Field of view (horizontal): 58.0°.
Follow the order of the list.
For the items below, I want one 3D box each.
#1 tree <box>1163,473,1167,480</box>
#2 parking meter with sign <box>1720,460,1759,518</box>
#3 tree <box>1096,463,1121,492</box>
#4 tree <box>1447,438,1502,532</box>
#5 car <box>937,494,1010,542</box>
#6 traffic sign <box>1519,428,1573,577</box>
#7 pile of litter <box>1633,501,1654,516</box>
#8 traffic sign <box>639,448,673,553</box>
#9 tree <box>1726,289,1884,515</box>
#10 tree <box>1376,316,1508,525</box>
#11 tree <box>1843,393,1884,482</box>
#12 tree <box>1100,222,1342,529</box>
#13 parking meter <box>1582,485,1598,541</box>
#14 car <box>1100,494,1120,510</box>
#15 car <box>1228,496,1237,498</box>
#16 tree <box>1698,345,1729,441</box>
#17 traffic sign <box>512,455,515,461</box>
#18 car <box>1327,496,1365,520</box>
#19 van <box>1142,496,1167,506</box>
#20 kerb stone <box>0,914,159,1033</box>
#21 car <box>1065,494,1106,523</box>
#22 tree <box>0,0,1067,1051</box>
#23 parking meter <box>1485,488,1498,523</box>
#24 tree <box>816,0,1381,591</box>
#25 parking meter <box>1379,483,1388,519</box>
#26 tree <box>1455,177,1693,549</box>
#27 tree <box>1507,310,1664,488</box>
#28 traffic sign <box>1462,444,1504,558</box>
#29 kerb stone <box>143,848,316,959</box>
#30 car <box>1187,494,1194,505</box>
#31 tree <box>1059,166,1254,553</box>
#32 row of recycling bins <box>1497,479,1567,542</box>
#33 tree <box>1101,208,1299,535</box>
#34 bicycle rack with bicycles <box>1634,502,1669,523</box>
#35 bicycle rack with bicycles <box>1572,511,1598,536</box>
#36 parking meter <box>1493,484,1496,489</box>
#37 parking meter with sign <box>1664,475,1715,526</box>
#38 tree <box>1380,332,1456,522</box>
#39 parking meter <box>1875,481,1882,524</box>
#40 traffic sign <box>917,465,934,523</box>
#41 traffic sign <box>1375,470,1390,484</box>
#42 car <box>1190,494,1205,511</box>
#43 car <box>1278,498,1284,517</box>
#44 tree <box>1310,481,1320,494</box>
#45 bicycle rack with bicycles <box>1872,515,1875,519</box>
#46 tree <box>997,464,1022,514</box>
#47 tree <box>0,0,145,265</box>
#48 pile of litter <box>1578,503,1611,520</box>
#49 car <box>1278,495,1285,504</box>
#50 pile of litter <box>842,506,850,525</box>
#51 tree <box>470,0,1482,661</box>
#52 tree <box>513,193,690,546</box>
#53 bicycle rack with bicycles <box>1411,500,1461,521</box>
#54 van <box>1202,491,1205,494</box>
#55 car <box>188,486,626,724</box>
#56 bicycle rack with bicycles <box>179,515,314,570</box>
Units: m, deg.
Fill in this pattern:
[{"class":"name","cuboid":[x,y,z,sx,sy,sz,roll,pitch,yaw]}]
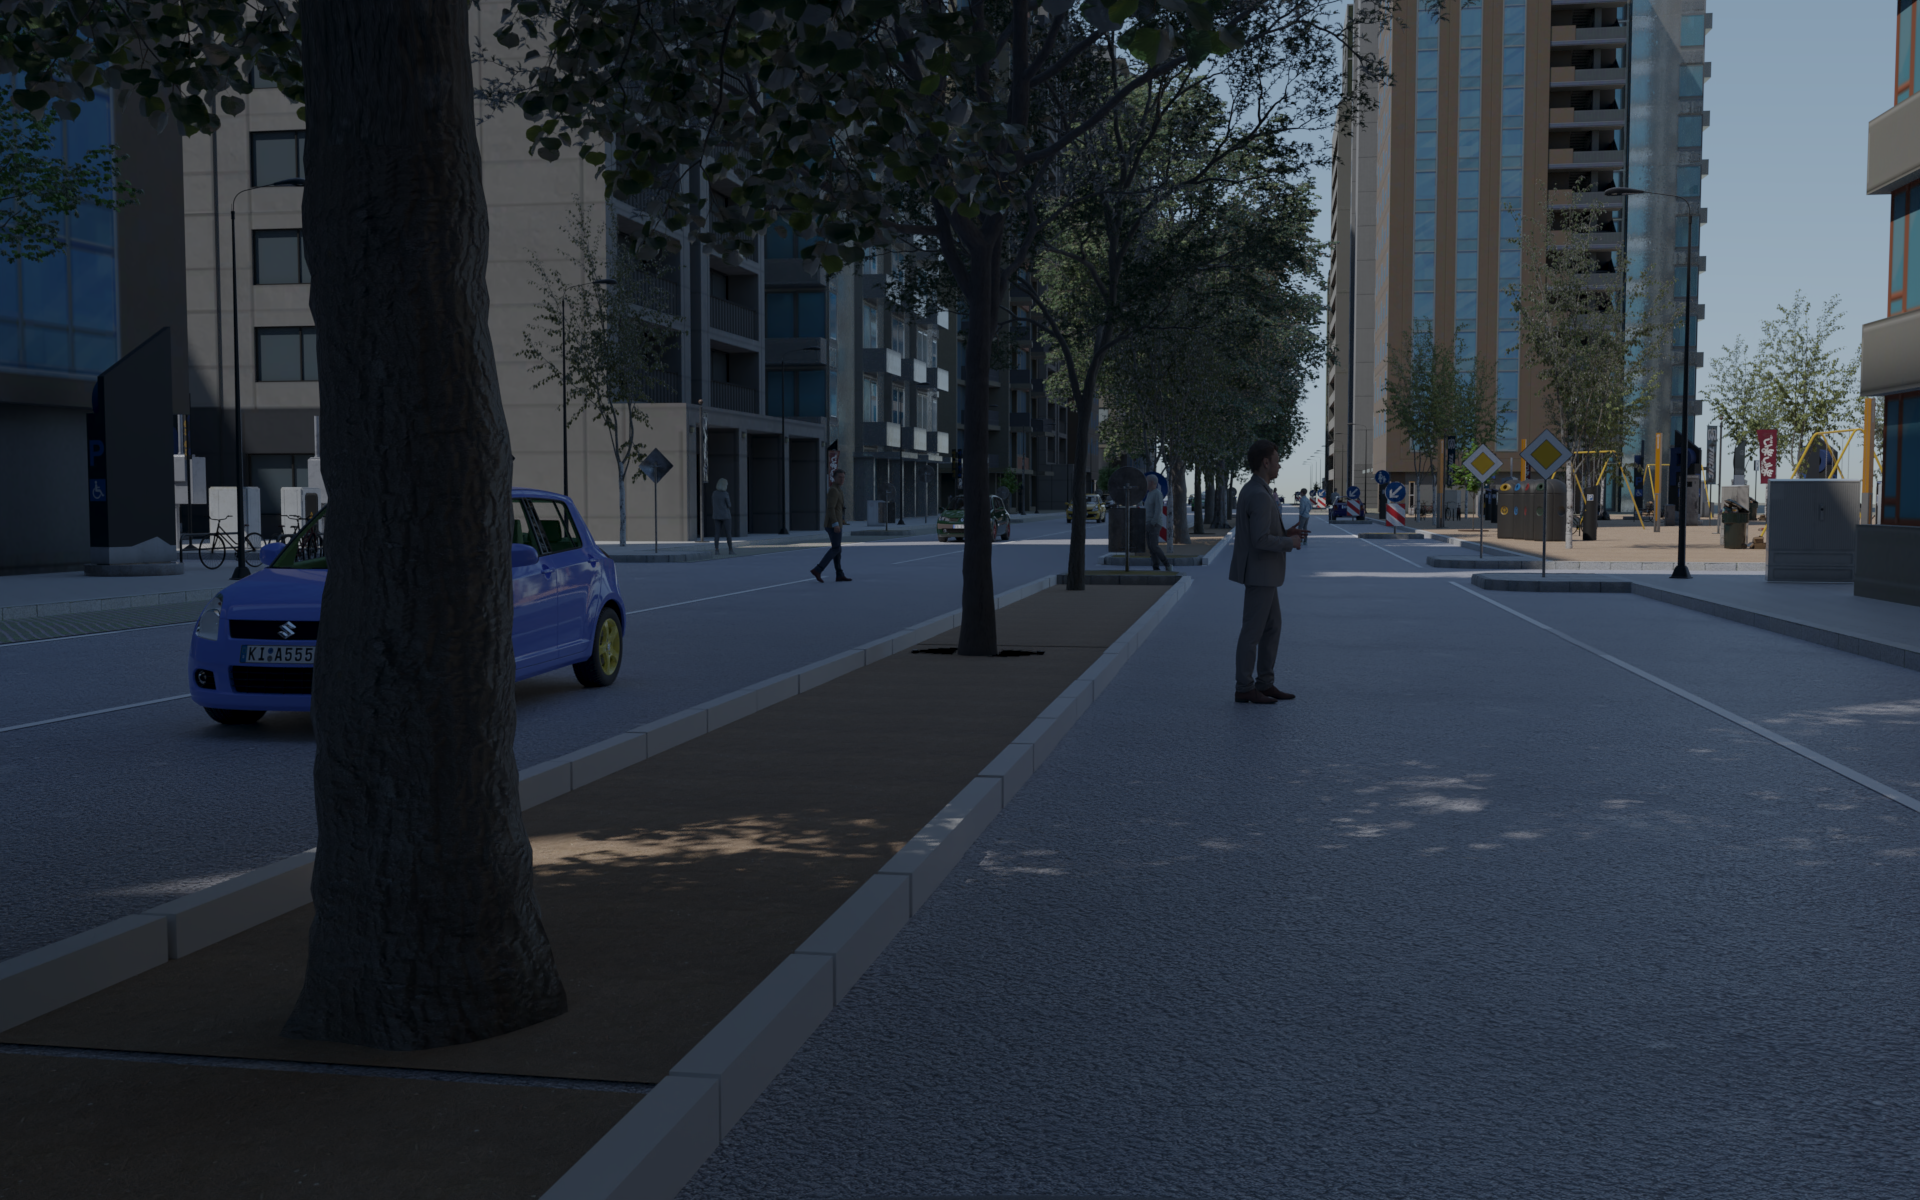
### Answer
[{"class":"tree","cuboid":[31.562,-17.490,269.679,4.285,4.588,4.351,0,3,0]},{"class":"parking meter with sign","cuboid":[40.267,-5.704,89.513,1.738,3.016,0.543,3,5,43]},{"class":"tree","cuboid":[17.205,-12.430,186.939,4.285,4.588,4.351,0,3,0]},{"class":"tree","cuboid":[17.498,-3.963,59.402,1.663,3.219,1.824,0,3,0]},{"class":"car","cuboid":[0.440,-2.628,52.761,2.009,1.686,4.222,1,4,11]},{"class":"traffic sign","cuboid":[8.989,-1.405,26.620,0.795,2.450,0.064,1,4,10]},{"class":"pile of litter","cuboid":[40.828,-5.424,102.642,1.176,0.858,1.719,-3,5,-43]},{"class":"traffic sign","cuboid":[-6.585,-2.072,37.515,0.795,2.450,0.064,1,4,10]},{"class":"tree","cuboid":[30.783,-6.887,62.970,4.737,8.622,4.395,0,3,0]},{"class":"tree","cuboid":[19.291,-7.356,70.634,4.737,8.622,4.395,0,3,0]},{"class":"tree","cuboid":[45.797,-8.229,84.899,4.360,8.622,3.978,0,3,0]},{"class":"tree","cuboid":[10.706,-9.267,70.980,9.611,12.733,9.660,0,3,0]},{"class":"parking meter","cuboid":[17.370,-2.405,47.740,0.372,1.533,0.369,0,3,0]},{"class":"car","cuboid":[11.989,-8.018,140.885,2.009,1.686,4.222,1,4,10]},{"class":"car","cuboid":[32.433,-12.170,208.569,1.945,1.707,3.694,1,4,12]},{"class":"tree","cuboid":[36.468,-7.956,80.441,4.737,8.622,4.395,0,3,0]},{"class":"traffic sign","cuboid":[-7.985,-1.591,29.653,0.795,2.450,0.064,1,4,10]},{"class":"car","cuboid":[20.399,-4.823,91.431,1.945,1.354,3.894,1,4,9]},{"class":"van","cuboid":[18.046,-9.527,160.151,2.240,2.365,5.245,1,4,12]},{"class":"kerb stone","cuboid":[-2.557,1.065,4.787,0.120,0.150,1.000,1,4,10]},{"class":"car","cuboid":[6.309,-4.669,86.568,2.015,1.641,3.980,1,4,10]},{"class":"tree","cuboid":[-1.444,-5.817,4.222,9.857,13.997,8.962,0,3,0]},{"class":"parking meter","cuboid":[25.666,-4.624,84.021,0.372,1.533,0.369,0,3,0]},{"class":"tree","cuboid":[1.631,-5.391,25.007,8.767,10.594,7.601,1,4,10]},{"class":"parking meter","cuboid":[21.643,-5.071,88.619,0.399,1.863,0.255,0,4,-3]},{"class":"tree","cuboid":[14.361,-5.496,40.227,4.360,8.622,3.978,0,3,0]},{"class":"tree","cuboid":[25.119,-7.218,68.379,4.737,8.622,4.395,0,3,0]},{"class":"traffic sign","cuboid":[10.390,-1.886,34.482,0.795,2.450,0.064,1,4,10]},{"class":"kerb stone","cuboid":[-2.366,1.004,5.798,0.120,0.150,1.000,1,4,10]},{"class":"car","cuboid":[31.639,-13.681,233.477,2.009,1.686,4.222,1,4,10]},{"class":"tree","cuboid":[4.170,-5.149,36.998,4.360,8.622,3.978,0,3,0]},{"class":"row of recycling bins","cuboid":[15.988,-2.519,48.303,1.069,1.692,3.534,0,4,-3]},{"class":"tree","cuboid":[8.360,-8.127,61.087,9.928,11.665,9.643,0,3,0]},{"class":"bicycle rack with bicycles","cuboid":[32.077,-3.985,78.542,2.925,0.926,2.852,0,4,-6]},{"class":"bicycle rack with bicycles","cuboid":[18.213,-2.457,53.557,2.925,0.926,2.852,0,4,4]},{"class":"parking meter","cuboid":[32.361,-6.084,105.179,0.255,1.863,0.399,2,4,25]},{"class":"parking meter with sign","cuboid":[29.289,-4.486,69.607,1.738,3.016,0.543,1,4,13]},{"class":"tree","cuboid":[20.840,-7.803,77.941,4.360,8.622,3.978,0,3,0]},{"class":"parking meter","cuboid":[17.785,-1.519,33.254,0.372,1.533,0.369,0,3,0]},{"class":"traffic sign","cuboid":[-1.499,-4.629,75.796,0.768,2.556,0.104,1,4,13]},{"class":"traffic sign","cuboid":[22.222,-5.572,91.207,0.768,2.556,0.104,1,4,16]},{"class":"car","cuboid":[20.257,-8.312,144.703,1.959,1.807,4.718,1,4,10]},{"class":"car","cuboid":[18.282,-5.577,103.183,2.014,1.417,4.499,1,4,9]},{"class":"tree","cuboid":[49.065,-14.952,239.065,1.663,3.219,1.824,0,3,0]},{"class":"bicycle rack with bicycles","cuboid":[31.333,-2.641,56.568,2.925,0.926,2.852,1,4,13]},{"class":"tree","cuboid":[3.254,-7.059,110.022,1.663,3.219,1.824,0,3,0]},{"class":"tree","cuboid":[-12.228,-5.637,17.913,9.928,11.665,9.643,0,3,0]},{"class":"pile of litter","cuboid":[31.067,-4.329,84.742,1.719,0.858,1.176,0,4,5]},{"class":"car","cuboid":[48.384,-15.301,262.749,1.945,1.354,3.894,1,4,10]},{"class":"pile of litter","cuboid":[-5.191,-3.554,72.067,1.176,0.858,1.719,-1,4,-15]},{"class":"tree","cuboid":[0.152,-6.258,15.138,12.009,13.543,11.850,0,3,0]},{"class":"tree","cuboid":[-8.397,-5.606,42.013,4.360,8.622,3.978,0,3,0]},{"class":"bicycle rack with bicycles","cuboid":[23.047,-4.297,83.631,2.852,0.926,2.925,1,4,16]},{"class":"van","cuboid":[35.500,-14.821,249.341,2.013,2.044,4.112,1,4,9]},{"class":"car","cuboid":[-3.627,-0.133,11.769,1.945,1.707,3.694,1,4,9]},{"class":"bicycle rack with bicycles","cuboid":[-11.842,-1.003,29.786,2.852,0.926,2.925,1,4,11]}]
